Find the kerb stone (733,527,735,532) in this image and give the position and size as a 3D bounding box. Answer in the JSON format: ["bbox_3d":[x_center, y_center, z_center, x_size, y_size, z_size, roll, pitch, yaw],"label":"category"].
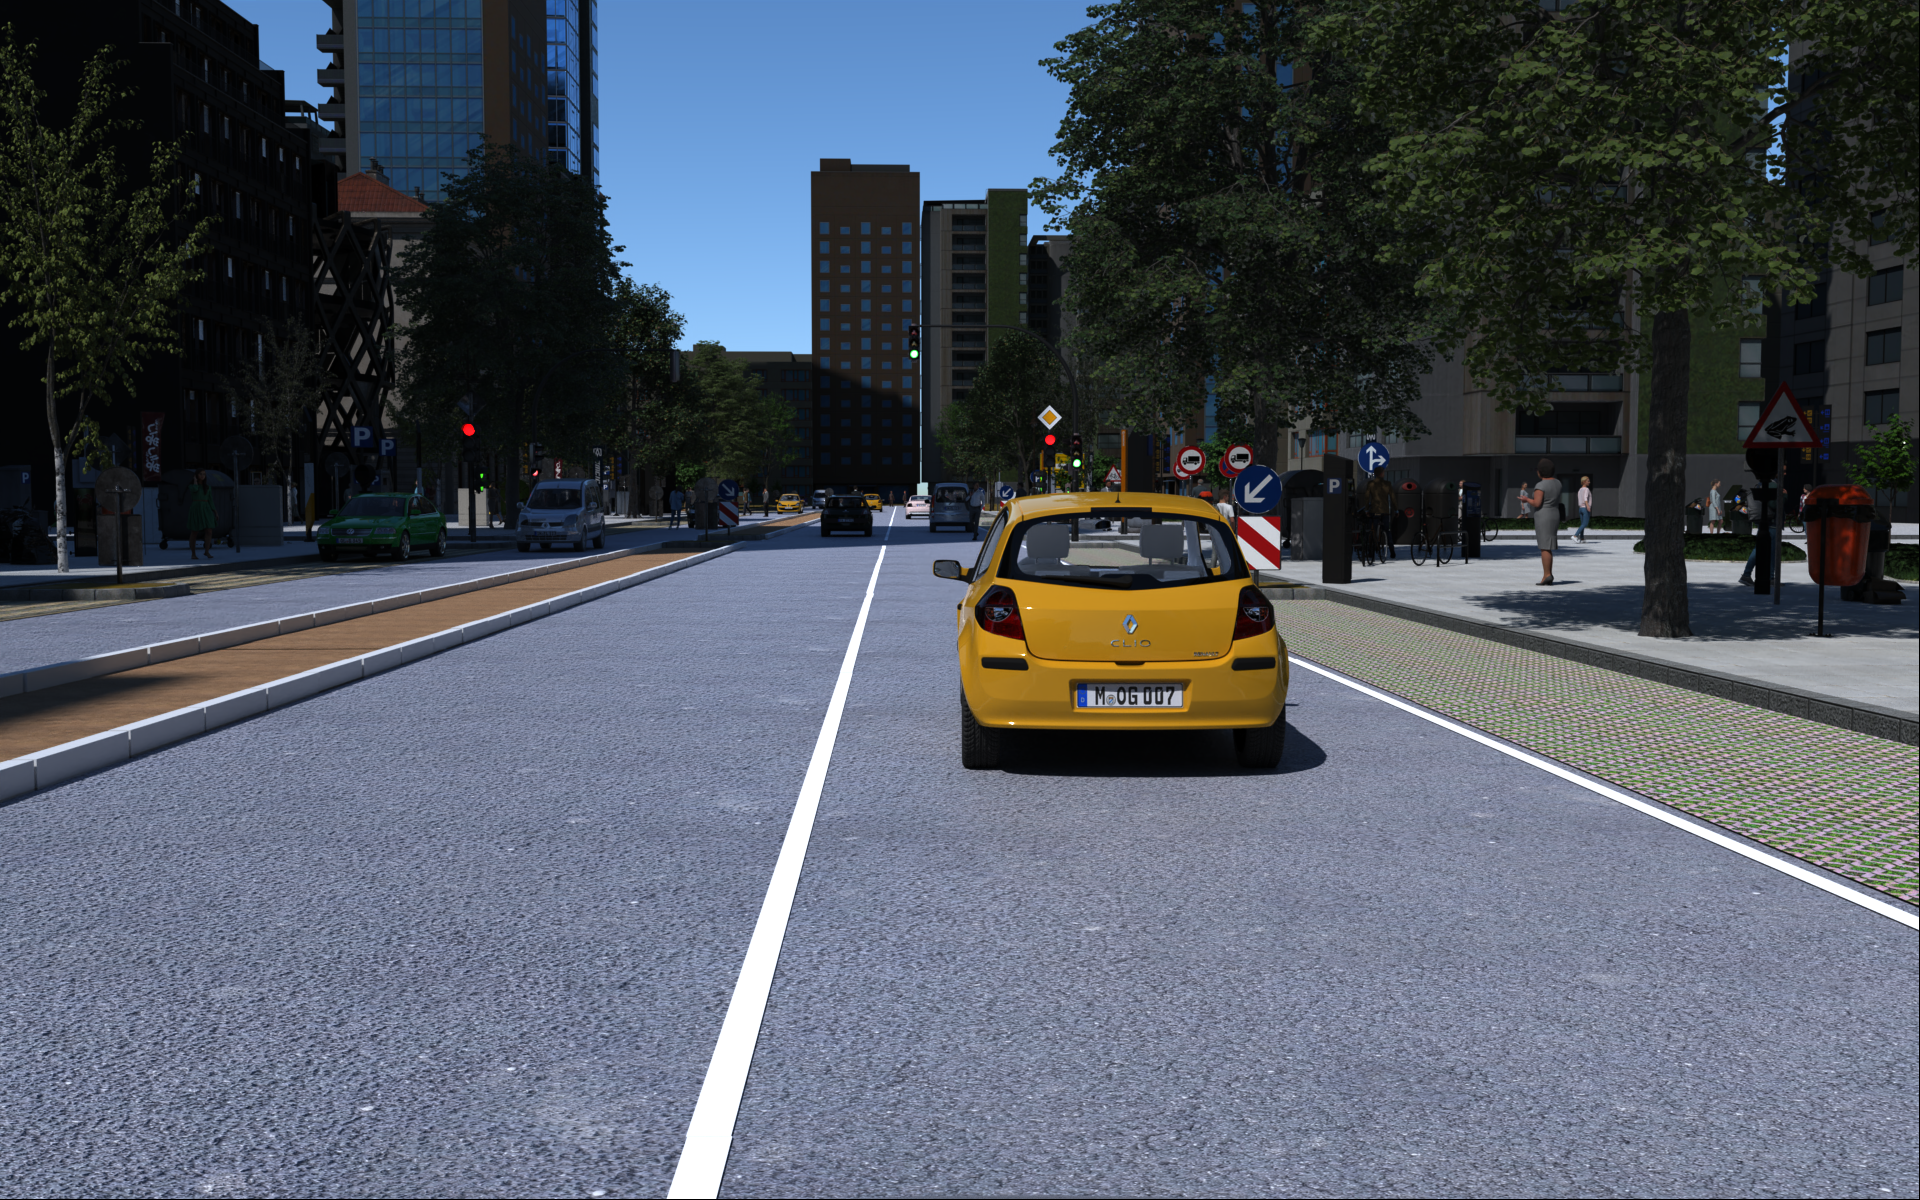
[{"bbox_3d":[-8.587,-2.595,64.649,0.120,0.150,1.000,0,4,-2],"label":"kerb stone"}]

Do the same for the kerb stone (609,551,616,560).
[{"bbox_3d":[-7.644,-0.928,37.534,0.120,0.150,1.000,0,4,-2],"label":"kerb stone"}]

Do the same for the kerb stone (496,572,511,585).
[{"bbox_3d":[-7.289,-0.310,27.269,0.120,0.150,1.000,0,4,-2],"label":"kerb stone"}]

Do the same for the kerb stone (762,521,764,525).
[{"bbox_3d":[-9.053,-3.408,78.013,0.120,0.150,1.000,0,4,-2],"label":"kerb stone"}]

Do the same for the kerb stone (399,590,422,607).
[{"bbox_3d":[-7.107,0.004,22.152,0.120,0.150,1.000,0,4,-2],"label":"kerb stone"}]

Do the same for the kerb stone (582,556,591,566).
[{"bbox_3d":[-7.533,-0.747,34.460,0.120,0.150,1.000,0,4,-2],"label":"kerb stone"}]

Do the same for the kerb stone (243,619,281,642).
[{"bbox_3d":[-6.943,0.318,17.040,0.120,0.150,1.000,0,4,-2],"label":"kerb stone"}]

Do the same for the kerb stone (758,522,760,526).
[{"bbox_3d":[-8.985,-3.283,75.961,0.120,0.150,1.000,0,4,-2],"label":"kerb stone"}]

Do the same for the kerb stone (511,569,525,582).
[{"bbox_3d":[-7.320,-0.373,28.290,0.120,0.150,1.000,0,4,-2],"label":"kerb stone"}]

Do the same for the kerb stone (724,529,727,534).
[{"bbox_3d":[-8.479,-2.409,61.580,0.120,0.150,1.000,0,4,-2],"label":"kerb stone"}]

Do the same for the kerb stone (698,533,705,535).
[{"bbox_3d":[-8.270,-2.033,55.444,0.120,0.150,1.000,0,4,-2],"label":"kerb stone"}]

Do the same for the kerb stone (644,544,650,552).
[{"bbox_3d":[-7.830,-1.250,42.683,0.120,0.150,1.000,0,4,-2],"label":"kerb stone"}]

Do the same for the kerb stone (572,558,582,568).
[{"bbox_3d":[-7.503,-0.685,33.433,0.120,0.150,1.000,0,4,-2],"label":"kerb stone"}]

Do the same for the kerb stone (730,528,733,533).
[{"bbox_3d":[-8.558,-2.534,63.625,0.120,0.150,1.000,0,4,-2],"label":"kerb stone"}]

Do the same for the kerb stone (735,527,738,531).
[{"bbox_3d":[-8.623,-2.660,65.682,0.120,0.150,1.000,0,4,-2],"label":"kerb stone"}]

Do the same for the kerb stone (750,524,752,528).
[{"bbox_3d":[-8.837,-3.031,71.849,0.120,0.150,1.000,0,4,-2],"label":"kerb stone"}]

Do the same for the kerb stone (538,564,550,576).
[{"bbox_3d":[-7.397,-0.497,30.356,0.120,0.150,1.000,0,4,-2],"label":"kerb stone"}]

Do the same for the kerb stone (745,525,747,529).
[{"bbox_3d":[-8.783,-2.908,69.787,0.120,0.150,1.000,0,4,-2],"label":"kerb stone"}]

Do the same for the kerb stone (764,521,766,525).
[{"bbox_3d":[-9.090,-3.477,79.042,0.120,0.150,1.000,0,4,-2],"label":"kerb stone"}]

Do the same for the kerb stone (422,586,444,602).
[{"bbox_3d":[-7.134,-0.060,23.173,0.120,0.150,1.000,0,4,-2],"label":"kerb stone"}]

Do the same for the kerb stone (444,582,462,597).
[{"bbox_3d":[-7.180,-0.119,24.199,0.120,0.150,1.000,0,4,-2],"label":"kerb stone"}]

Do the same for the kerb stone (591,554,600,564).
[{"bbox_3d":[-7.579,-0.813,35.481,0.120,0.150,1.000,0,4,-2],"label":"kerb stone"}]

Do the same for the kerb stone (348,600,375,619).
[{"bbox_3d":[-7.038,0.128,20.109,0.120,0.150,1.000,0,4,-2],"label":"kerb stone"}]

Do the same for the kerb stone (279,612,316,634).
[{"bbox_3d":[-6.971,0.253,18.061,0.120,0.150,1.000,0,4,-2],"label":"kerb stone"}]

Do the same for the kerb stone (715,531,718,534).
[{"bbox_3d":[-8.384,-2.216,58.509,0.120,0.150,1.000,0,4,-2],"label":"kerb stone"}]

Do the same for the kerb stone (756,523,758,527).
[{"bbox_3d":[-8.945,-3.225,74.935,0.120,0.150,1.000,0,4,-2],"label":"kerb stone"}]

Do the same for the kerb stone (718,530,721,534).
[{"bbox_3d":[-8.418,-2.283,59.530,0.120,0.150,1.000,0,4,-2],"label":"kerb stone"}]

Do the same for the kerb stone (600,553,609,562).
[{"bbox_3d":[-7.607,-0.871,36.512,0.120,0.150,1.000,0,4,-2],"label":"kerb stone"}]

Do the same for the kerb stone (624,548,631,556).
[{"bbox_3d":[-7.723,-1.064,39.616,0.120,0.150,1.000,0,4,-2],"label":"kerb stone"}]

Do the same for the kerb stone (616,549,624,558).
[{"bbox_3d":[-7.683,-0.999,38.581,0.120,0.150,1.000,0,4,-2],"label":"kerb stone"}]

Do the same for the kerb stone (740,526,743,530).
[{"bbox_3d":[-8.697,-2.785,67.742,0.120,0.150,1.000,0,4,-2],"label":"kerb stone"}]

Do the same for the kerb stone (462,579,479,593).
[{"bbox_3d":[-7.218,-0.179,25.221,0.120,0.150,1.000,0,4,-2],"label":"kerb stone"}]

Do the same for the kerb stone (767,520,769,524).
[{"bbox_3d":[-9.155,-3.602,81.092,0.120,0.150,1.000,0,4,-2],"label":"kerb stone"}]

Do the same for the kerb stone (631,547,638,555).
[{"bbox_3d":[-7.754,-1.128,40.638,0.120,0.150,1.000,0,4,-2],"label":"kerb stone"}]

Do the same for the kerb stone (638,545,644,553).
[{"bbox_3d":[-7.786,-1.191,41.662,0.120,0.150,1.000,0,4,-2],"label":"kerb stone"}]

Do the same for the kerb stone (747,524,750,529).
[{"bbox_3d":[-8.806,-2.968,70.821,0.120,0.150,1.000,0,4,-2],"label":"kerb stone"}]

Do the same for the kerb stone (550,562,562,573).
[{"bbox_3d":[-7.424,-0.562,31.378,0.120,0.150,1.000,0,4,-2],"label":"kerb stone"}]

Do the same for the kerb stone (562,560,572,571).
[{"bbox_3d":[-7.462,-0.621,32.404,0.120,0.150,1.000,0,4,-2],"label":"kerb stone"}]

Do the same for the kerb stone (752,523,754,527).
[{"bbox_3d":[-8.874,-3.096,72.872,0.120,0.150,1.000,0,4,-2],"label":"kerb stone"}]

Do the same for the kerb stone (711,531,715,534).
[{"bbox_3d":[-8.347,-2.159,57.487,0.120,0.150,1.000,0,4,-2],"label":"kerb stone"}]

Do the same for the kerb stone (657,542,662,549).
[{"bbox_3d":[-7.901,-1.379,44.742,0.120,0.150,1.000,0,4,-2],"label":"kerb stone"}]

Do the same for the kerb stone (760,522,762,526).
[{"bbox_3d":[-9.021,-3.350,76.983,0.120,0.150,1.000,0,4,-2],"label":"kerb stone"}]

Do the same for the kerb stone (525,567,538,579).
[{"bbox_3d":[-7.358,-0.436,29.316,0.120,0.150,1.000,0,4,-2],"label":"kerb stone"}]

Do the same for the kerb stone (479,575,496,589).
[{"bbox_3d":[-7.251,-0.248,26.243,0.120,0.150,1.000,0,4,-2],"label":"kerb stone"}]

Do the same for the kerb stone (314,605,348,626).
[{"bbox_3d":[-6.998,0.190,19.088,0.120,0.150,1.000,0,4,-2],"label":"kerb stone"}]

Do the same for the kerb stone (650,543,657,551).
[{"bbox_3d":[-7.854,-1.316,43.715,0.120,0.150,1.000,0,4,-2],"label":"kerb stone"}]

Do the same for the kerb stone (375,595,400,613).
[{"bbox_3d":[-7.067,0.067,21.131,0.120,0.150,1.000,0,4,-2],"label":"kerb stone"}]

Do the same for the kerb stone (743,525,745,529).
[{"bbox_3d":[-8.733,-2.848,68.763,0.120,0.150,1.000,0,4,-2],"label":"kerb stone"}]

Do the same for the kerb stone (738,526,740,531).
[{"bbox_3d":[-8.665,-2.722,66.708,0.120,0.150,1.000,0,4,-2],"label":"kerb stone"}]

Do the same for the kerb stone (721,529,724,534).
[{"bbox_3d":[-8.451,-2.346,60.558,0.120,0.150,1.000,0,4,-2],"label":"kerb stone"}]

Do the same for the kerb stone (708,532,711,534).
[{"bbox_3d":[-8.304,-2.088,56.466,0.120,0.150,1.000,0,4,-2],"label":"kerb stone"}]

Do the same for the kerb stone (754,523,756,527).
[{"bbox_3d":[-8.910,-3.162,73.898,0.120,0.150,1.000,0,4,-2],"label":"kerb stone"}]
